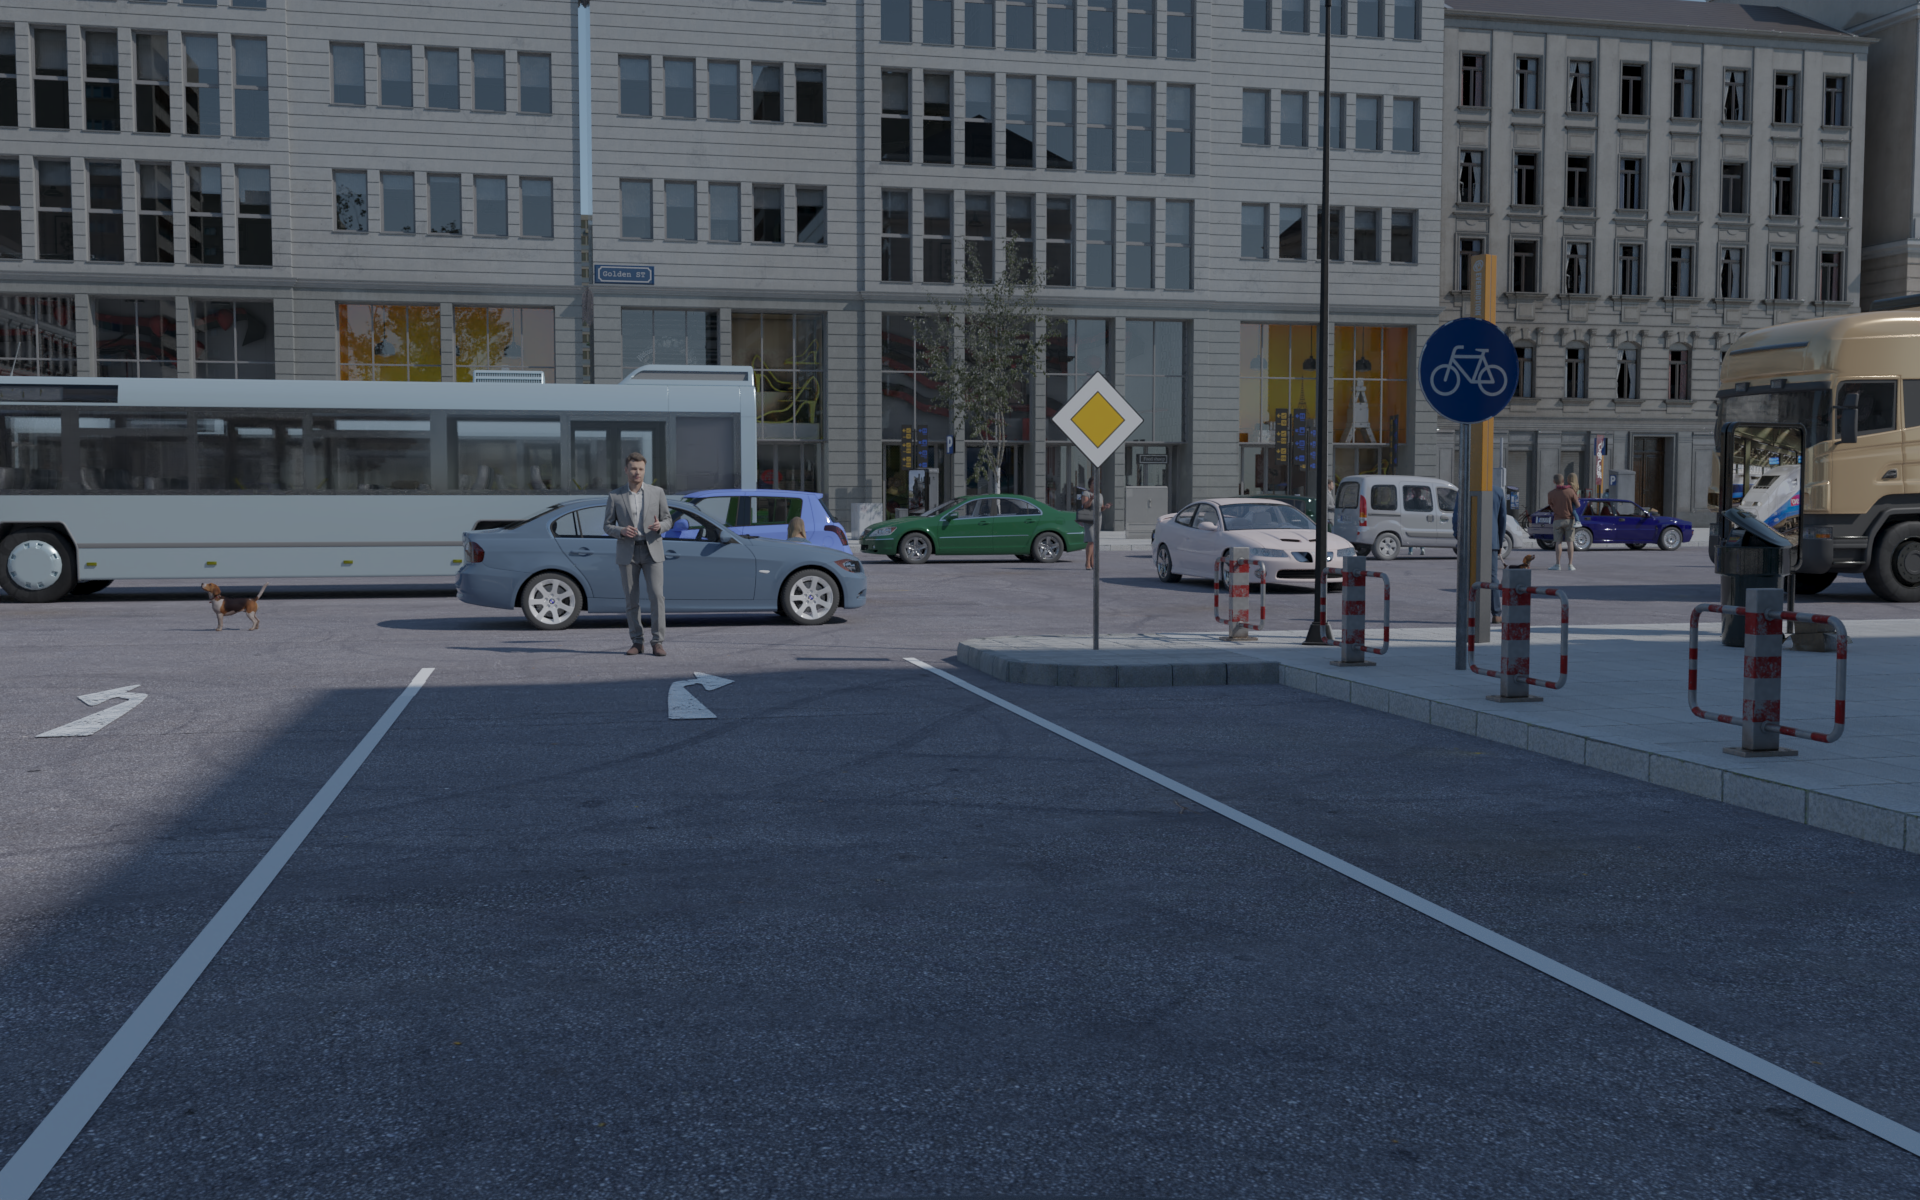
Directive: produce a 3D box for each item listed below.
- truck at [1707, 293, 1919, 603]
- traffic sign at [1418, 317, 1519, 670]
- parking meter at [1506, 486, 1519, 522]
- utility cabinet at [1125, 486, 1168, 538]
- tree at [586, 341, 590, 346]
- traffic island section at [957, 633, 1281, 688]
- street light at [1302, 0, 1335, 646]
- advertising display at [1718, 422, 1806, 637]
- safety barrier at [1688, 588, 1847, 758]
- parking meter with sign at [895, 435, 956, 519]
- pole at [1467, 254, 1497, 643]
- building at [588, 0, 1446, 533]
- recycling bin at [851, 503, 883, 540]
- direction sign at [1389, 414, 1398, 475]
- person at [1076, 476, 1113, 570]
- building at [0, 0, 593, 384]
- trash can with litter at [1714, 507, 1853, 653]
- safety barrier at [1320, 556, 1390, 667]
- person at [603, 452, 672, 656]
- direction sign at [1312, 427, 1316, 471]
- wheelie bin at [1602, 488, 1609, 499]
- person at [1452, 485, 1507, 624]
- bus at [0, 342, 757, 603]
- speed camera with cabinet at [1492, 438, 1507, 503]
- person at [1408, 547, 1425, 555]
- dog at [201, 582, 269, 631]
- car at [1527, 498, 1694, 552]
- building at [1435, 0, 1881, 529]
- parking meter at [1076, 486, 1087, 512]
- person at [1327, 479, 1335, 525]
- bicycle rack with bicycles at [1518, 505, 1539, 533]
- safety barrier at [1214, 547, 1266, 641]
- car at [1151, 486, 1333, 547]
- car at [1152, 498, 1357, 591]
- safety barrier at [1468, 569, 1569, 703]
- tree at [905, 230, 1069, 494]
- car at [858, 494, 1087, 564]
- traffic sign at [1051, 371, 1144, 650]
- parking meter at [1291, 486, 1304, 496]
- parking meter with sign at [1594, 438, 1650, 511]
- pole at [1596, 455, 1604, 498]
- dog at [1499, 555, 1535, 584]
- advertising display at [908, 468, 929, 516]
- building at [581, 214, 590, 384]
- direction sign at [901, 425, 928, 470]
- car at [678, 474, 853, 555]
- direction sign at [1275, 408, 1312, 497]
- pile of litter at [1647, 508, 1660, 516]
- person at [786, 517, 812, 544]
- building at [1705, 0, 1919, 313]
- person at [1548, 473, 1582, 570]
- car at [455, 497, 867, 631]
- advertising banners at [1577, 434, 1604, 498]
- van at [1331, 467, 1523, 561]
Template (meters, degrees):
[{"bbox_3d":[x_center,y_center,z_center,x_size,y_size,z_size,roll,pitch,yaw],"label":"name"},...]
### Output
[{"bbox_3d":[15.633,-2.175,24.480,11.283,4.237,2.839,-1,4,-12],"label":"truck"},{"bbox_3d":[3.662,-0.763,12.584,0.768,2.556,0.104,-1,4,-8],"label":"traffic sign"},{"bbox_3d":[17.098,-2.764,53.604,0.372,1.533,0.369,0,3,0],"label":"parking meter"},{"bbox_3d":[5.313,-2.488,49.363,1.173,1.500,0.318,0,4,2],"label":"utility cabinet"},{"bbox_3d":[-17.902,-15.669,112.081,12.611,20.169,13.585,0,3,0],"label":"tree"},{"bbox_3d":[1.139,0.488,14.296,2.009,0.180,2.903,-1,4,-13],"label":"traffic island section"},{"bbox_3d":[2.543,-2.565,14.487,1.470,5.913,1.316,-1,4,-13],"label":"street light"},{"bbox_3d":[7.244,-0.639,15.659,0.974,1.923,0.123,-2,4,-26],"label":"advertising display"},{"bbox_3d":[3.946,0.352,8.515,0.300,0.817,1.120,-1,4,-13],"label":"safety barrier"},{"bbox_3d":[-1.036,-3.352,51.071,1.738,3.016,0.543,-1,4,-21],"label":"parking meter with sign"},{"bbox_3d":[4.475,-1.287,14.893,0.158,3.312,0.155,0,3,0],"label":"pole"},{"bbox_3d":[1.503,-17.475,63.206,29.804,29.767,11.434,-1,4,-13],"label":"building"},{"bbox_3d":[-2.599,-2.186,48.297,0.722,1.027,0.722,-1,4,-20],"label":"recycling bin"},{"bbox_3d":[12.441,-3.532,49.744,0.379,3.537,0.876,0,3,0],"label":"direction sign"},{"bbox_3d":[2.500,-1.456,32.663,0.716,1.782,0.532,-3,4,-39],"label":"person"},{"bbox_3d":[-27.654,-17.097,57.025,29.804,29.767,11.434,-1,4,-13],"label":"building"},{"bbox_3d":[6.866,-0.186,14.431,1.055,1.170,0.624,3,5,44],"label":"trash can with litter"},{"bbox_3d":[2.944,0.081,12.953,0.300,0.817,1.120,-1,4,-13],"label":"safety barrier"},{"bbox_3d":[-2.848,-0.408,15.366,0.606,1.804,0.583,-1,4,-14],"label":"person"},{"bbox_3d":[11.654,-4.044,58.124,0.876,3.537,0.379,-3,5,-41],"label":"direction sign"},{"bbox_3d":[21.894,-3.058,57.898,0.980,1.594,0.693,-2,4,-27],"label":"wheelie bin"},{"bbox_3d":[5.746,-0.636,19.080,0.721,1.800,0.419,-1,4,-10],"label":"person"},{"bbox_3d":[-9.614,-1.804,24.349,13.247,3.499,2.948,-1,4,-13],"label":"bus"},{"bbox_3d":[19.159,-4.111,61.553,0.660,3.252,2.038,2,4,28],"label":"speed camera with cabinet"},{"bbox_3d":[10.716,-1.927,40.839,0.563,1.720,0.643,0,4,7],"label":"person"},{"bbox_3d":[-7.605,0.068,18.176,0.406,0.507,0.540,2,4,26],"label":"dog"},{"bbox_3d":[16.608,-1.935,44.211,3.894,1.354,1.945,-1,4,-11],"label":"car"},{"bbox_3d":[24.921,-13.439,68.876,18.267,20.994,9.793,-1,4,-13],"label":"building"},{"bbox_3d":[3.987,-2.958,56.781,0.372,1.533,0.369,0,3,0],"label":"parking meter"},{"bbox_3d":[9.277,-2.113,43.246,0.583,1.804,0.606,0,4,7],"label":"person"},{"bbox_3d":[19.413,-2.646,56.643,2.852,0.926,2.925,-2,4,-34],"label":"bicycle rack with bicycles"},{"bbox_3d":[2.444,-0.055,15.175,0.300,0.817,1.120,-1,4,-13],"label":"safety barrier"},{"bbox_3d":[6.482,-1.823,39.595,4.222,1.686,2.009,-1,4,-11],"label":"car"},{"bbox_3d":[4.487,-0.893,26.959,2.083,1.381,4.827,-1,4,-14],"label":"car"},{"bbox_3d":[3.444,0.217,10.733,0.300,0.817,1.120,-1,4,-13],"label":"safety barrier"},{"bbox_3d":[0.798,-5.953,47.687,4.360,8.622,3.978,0,3,0],"label":"tree"},{"bbox_3d":[0.306,-1.506,36.419,4.920,1.459,2.131,-1,4,-13],"label":"car"},{"bbox_3d":[1.118,-0.647,14.214,0.795,2.450,0.064,-1,4,-13],"label":"traffic sign"},{"bbox_3d":[10.305,-2.722,52.917,0.372,1.533,0.369,0,3,0],"label":"parking meter"},{"bbox_3d":[20.633,-3.527,53.926,1.738,3.016,0.543,-1,4,-16],"label":"parking meter with sign"},{"bbox_3d":[23.646,-4.291,63.997,0.158,3.312,0.155,0,3,0],"label":"pole"},{"bbox_3d":[8.586,-0.455,26.733,0.540,0.507,0.406,1,4,17],"label":"dog"},{"bbox_3d":[-1.049,-2.362,43.840,0.123,1.923,0.974,-2,4,-28],"label":"advertising display"},{"bbox_3d":[-44.870,-32.729,226.992,23.993,40.220,32.217,-1,4,-13],"label":"building"},{"bbox_3d":[-1.481,-3.949,56.567,0.876,3.537,0.379,-1,4,-14],"label":"direction sign"},{"bbox_3d":[-3.300,-0.828,23.130,3.694,1.707,1.945,-1,4,-13],"label":"car"},{"bbox_3d":[8.754,-3.299,45.936,0.876,3.537,0.379,-1,4,-16],"label":"direction sign"},{"bbox_3d":[20.936,-2.319,51.883,1.719,0.858,1.176,0,4,-1],"label":"pile of litter"},{"bbox_3d":[-2.184,-0.451,21.373,1.012,1.151,0.738,-3,5,-41],"label":"person"},{"bbox_3d":[44.157,-17.609,73.809,20.117,28.700,13.634,-1,4,-13],"label":"building"},{"bbox_3d":[11.418,-1.477,32.631,0.580,1.828,0.573,-2,4,-25],"label":"person"},{"bbox_3d":[-3.273,-0.443,19.254,4.499,1.417,2.014,-1,4,-14],"label":"car"},{"bbox_3d":[18.218,-3.305,50.230,0.090,3.025,2.074,3,5,44],"label":"advertising banners"},{"bbox_3d":[10.351,-1.911,38.252,4.112,2.044,2.013,-1,4,-12],"label":"van"}]
